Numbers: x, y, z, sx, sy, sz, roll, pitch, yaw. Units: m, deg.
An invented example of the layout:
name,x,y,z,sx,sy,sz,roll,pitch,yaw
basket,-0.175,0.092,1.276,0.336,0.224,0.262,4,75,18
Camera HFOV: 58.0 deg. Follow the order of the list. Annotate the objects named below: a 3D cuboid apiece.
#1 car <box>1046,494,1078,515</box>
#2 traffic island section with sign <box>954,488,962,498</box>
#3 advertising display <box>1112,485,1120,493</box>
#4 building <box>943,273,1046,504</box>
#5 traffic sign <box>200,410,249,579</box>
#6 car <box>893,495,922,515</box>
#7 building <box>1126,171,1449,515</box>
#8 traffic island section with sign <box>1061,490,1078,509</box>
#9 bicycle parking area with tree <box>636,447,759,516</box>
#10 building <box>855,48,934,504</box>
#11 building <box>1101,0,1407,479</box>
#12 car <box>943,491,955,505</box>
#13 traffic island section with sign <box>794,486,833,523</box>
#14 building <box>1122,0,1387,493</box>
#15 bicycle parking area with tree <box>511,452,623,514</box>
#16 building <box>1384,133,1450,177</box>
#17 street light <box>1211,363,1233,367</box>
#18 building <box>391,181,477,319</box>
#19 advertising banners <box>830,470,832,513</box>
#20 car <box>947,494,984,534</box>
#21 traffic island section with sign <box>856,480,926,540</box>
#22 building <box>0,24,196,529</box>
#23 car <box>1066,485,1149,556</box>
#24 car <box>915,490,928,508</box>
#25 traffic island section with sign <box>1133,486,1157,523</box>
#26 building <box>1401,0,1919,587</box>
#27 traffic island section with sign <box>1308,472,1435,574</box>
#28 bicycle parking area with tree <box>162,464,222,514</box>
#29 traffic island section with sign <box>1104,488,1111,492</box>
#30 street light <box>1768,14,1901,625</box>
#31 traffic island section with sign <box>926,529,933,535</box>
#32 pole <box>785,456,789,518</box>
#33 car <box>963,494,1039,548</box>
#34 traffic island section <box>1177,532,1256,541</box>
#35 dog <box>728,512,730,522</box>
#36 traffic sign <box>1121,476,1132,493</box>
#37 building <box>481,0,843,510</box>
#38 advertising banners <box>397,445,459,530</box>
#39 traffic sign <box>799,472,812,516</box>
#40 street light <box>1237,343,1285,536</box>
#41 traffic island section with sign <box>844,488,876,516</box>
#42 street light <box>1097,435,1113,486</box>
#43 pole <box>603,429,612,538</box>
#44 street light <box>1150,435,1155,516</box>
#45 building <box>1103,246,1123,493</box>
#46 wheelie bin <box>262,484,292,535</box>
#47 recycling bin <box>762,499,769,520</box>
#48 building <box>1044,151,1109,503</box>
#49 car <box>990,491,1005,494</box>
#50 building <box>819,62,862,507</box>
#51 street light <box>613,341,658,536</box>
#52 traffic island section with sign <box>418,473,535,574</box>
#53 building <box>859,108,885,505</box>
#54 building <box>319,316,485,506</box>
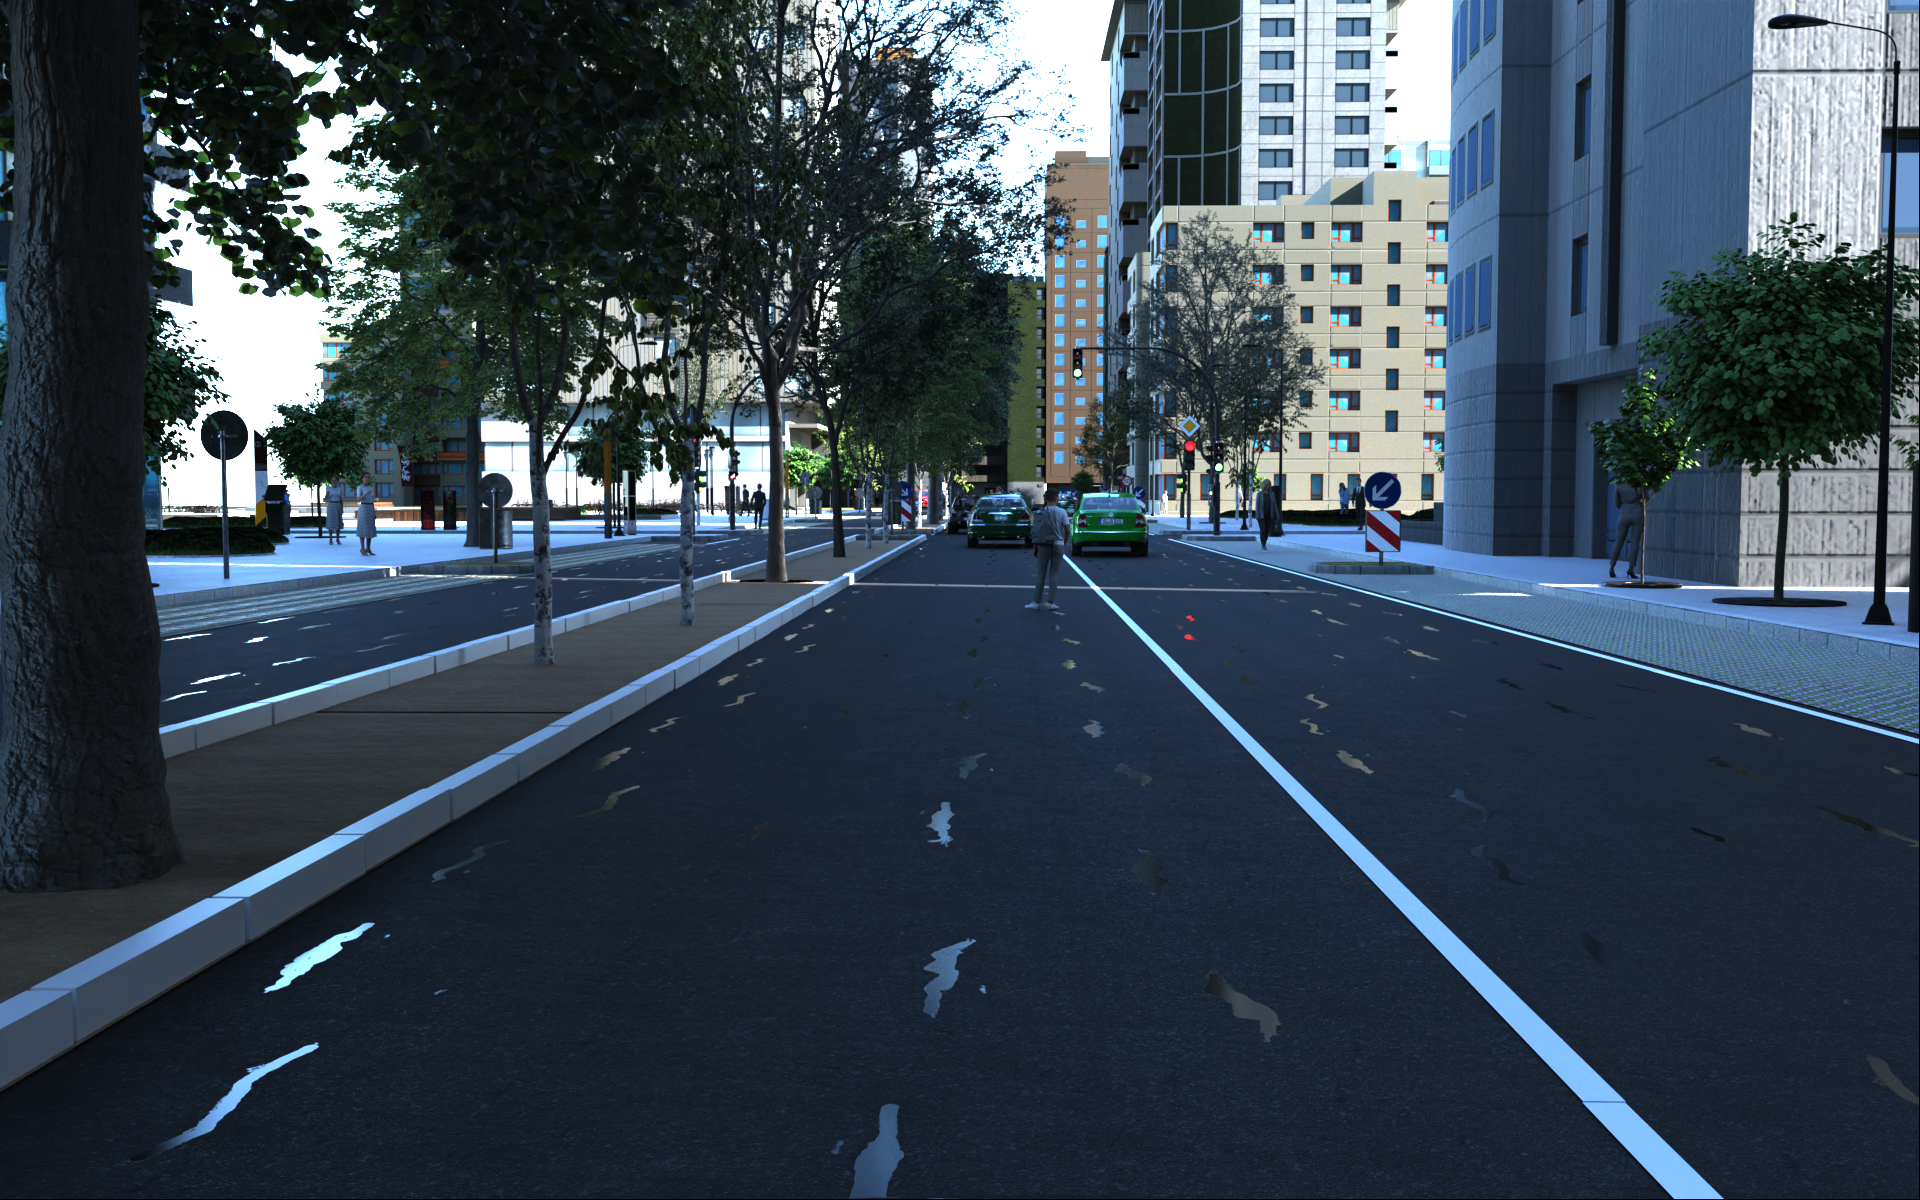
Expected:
name,x,y,z,sx,sy,sz,roll,pitch,yaw
car,6.825,-6.341,115.475,2.131,1.459,4.920,0,4,2
traffic island section with sign,-0.164,-7.864,136.719,2.006,1.907,1.989,0,4,1
advertising display,11.693,-7.618,129.766,0.123,1.923,0.974,-2,4,-28
building,4.195,-28.016,229.756,14.107,30.474,14.160,0,4,1
traffic sign,-11.127,-1.596,26.199,0.768,2.556,0.104,0,4,6
car,-3.660,-6.693,121.428,2.014,1.417,4.499,0,4,0
building,26.290,-16.704,118.151,27.650,21.520,28.899,0,4,1
traffic island section with sign,10.659,-9.467,163.419,1.989,1.847,2.006,0,4,1
bicycle parking area with tree,-16.314,-7.757,113.824,9.016,4.147,8.231,0,4,7
building,-17.660,-42.226,232.391,28.212,58.520,21.231,0,4,1
building,29.755,-36.214,181.341,28.713,52.752,27.495,0,4,1
car,-1.506,-11.601,198.346,2.281,1.827,5.304,0,4,1
traffic island section with sign,-7.234,-4.802,87.140,1.989,1.847,2.006,0,4,1
building,25.765,-43.891,155.870,20.563,71.187,20.611,0,4,1
bicycle parking area with tree,-25.607,-7.821,114.870,9.016,4.147,8.231,0,4,-6
building,55.030,-37.479,232.388,30.456,49.044,23.786,0,4,1
street light,9.621,-5.455,61.734,1.470,5.913,1.316,0,4,1
building,-61.350,-35.442,234.103,28.867,44.769,22.147,0,4,1
advertising banners,-8.565,-7.260,114.888,0.090,3.025,2.074,0,4,-6
car,0.488,-3.265,63.163,2.009,1.686,4.222,0,4,3
traffic island section with sign,-2.180,-2.817,54.198,2.006,1.907,1.989,0,4,1
building,-37.862,-25.921,43.411,30.456,49.044,23.786,0,4,1
car,3.532,-1.998,41.470,1.959,1.807,4.718,0,4,3
car,-3.398,-8.816,152.820,2.281,1.827,5.304,0,4,3
traffic island section with sign,8.764,-4.750,86.287,1.989,1.847,2.006,0,4,1
building,21.566,-30.203,35.813,21.231,58.520,28.212,0,4,1
traffic island section with sign,7.435,-1.405,31.604,1.989,1.847,2.006,0,4,1
bicycle parking area with tree,-46.340,-6.869,99.308,9.016,4.147,8.231,0,4,5
traffic island section with sign,9.447,-6.438,113.888,1.989,1.847,2.006,0,4,1
street light,8.528,-2.715,16.934,1.470,5.913,1.316,0,4,1
traffic island section with sign,-1.990,-3.270,61.603,2.006,1.907,1.989,0,4,1
pole,-9.334,-6.094,93.475,0.158,3.312,0.155,0,3,0
car,1.141,-2.201,47.781,2.131,1.459,4.920,0,4,2
traffic island section,7.968,-1.922,53.712,2.009,0.180,2.903,0,4,1
dog,-10.375,-3.762,78.332,0.540,0.507,0.406,3,5,41
traffic sign,11.496,-7.296,119.400,0.768,2.556,0.104,0,4,7
building,-24.550,-34.344,150.763,28.713,52.752,27.495,0,4,1
advertising banners,-18.964,-4.011,61.762,2.074,3.025,0.090,-1,4,-17
traffic sign,-8.927,-6.128,100.297,0.768,2.556,0.104,0,4,5
street light,9.380,-4.955,53.551,1.470,5.913,1.316,0,4,1
traffic island section with sign,-6.578,-6.450,114.088,1.989,1.847,2.006,0,4,1
street light,11.529,-10.038,136.668,1.470,5.913,1.316,0,4,1
pole,-10.182,-3.438,50.055,0.158,3.312,0.155,0,3,0
street light,10.604,-7.787,99.857,1.470,5.913,1.316,0,4,1
building,23.674,-26.375,202.938,14.160,30.474,14.107,0,4,1
wheelie bin,-21.615,-2.871,54.842,0.980,1.594,0.693,0,4,4
recycling bin,-9.458,-4.477,85.754,0.722,1.027,0.722,1,4,14
building,18.346,-35.393,228.779,14.200,45.320,14.600,0,4,1
car,4.018,-10.616,182.244,2.281,1.827,5.304,0,4,3
building,-17.258,-31.959,172.636,14.600,45.320,14.200,0,4,1
street light,-9.875,-4.904,52.718,1.470,5.913,1.316,0,4,1
traffic island section with sign,-8.586,-1.404,31.589,1.989,1.847,2.006,0,4,1
building,-24.193,-35.467,199.494,30.456,49.044,23.786,0,4,1
building,-53.900,-21.678,199.474,28.899,21.520,27.650,0,4,1
